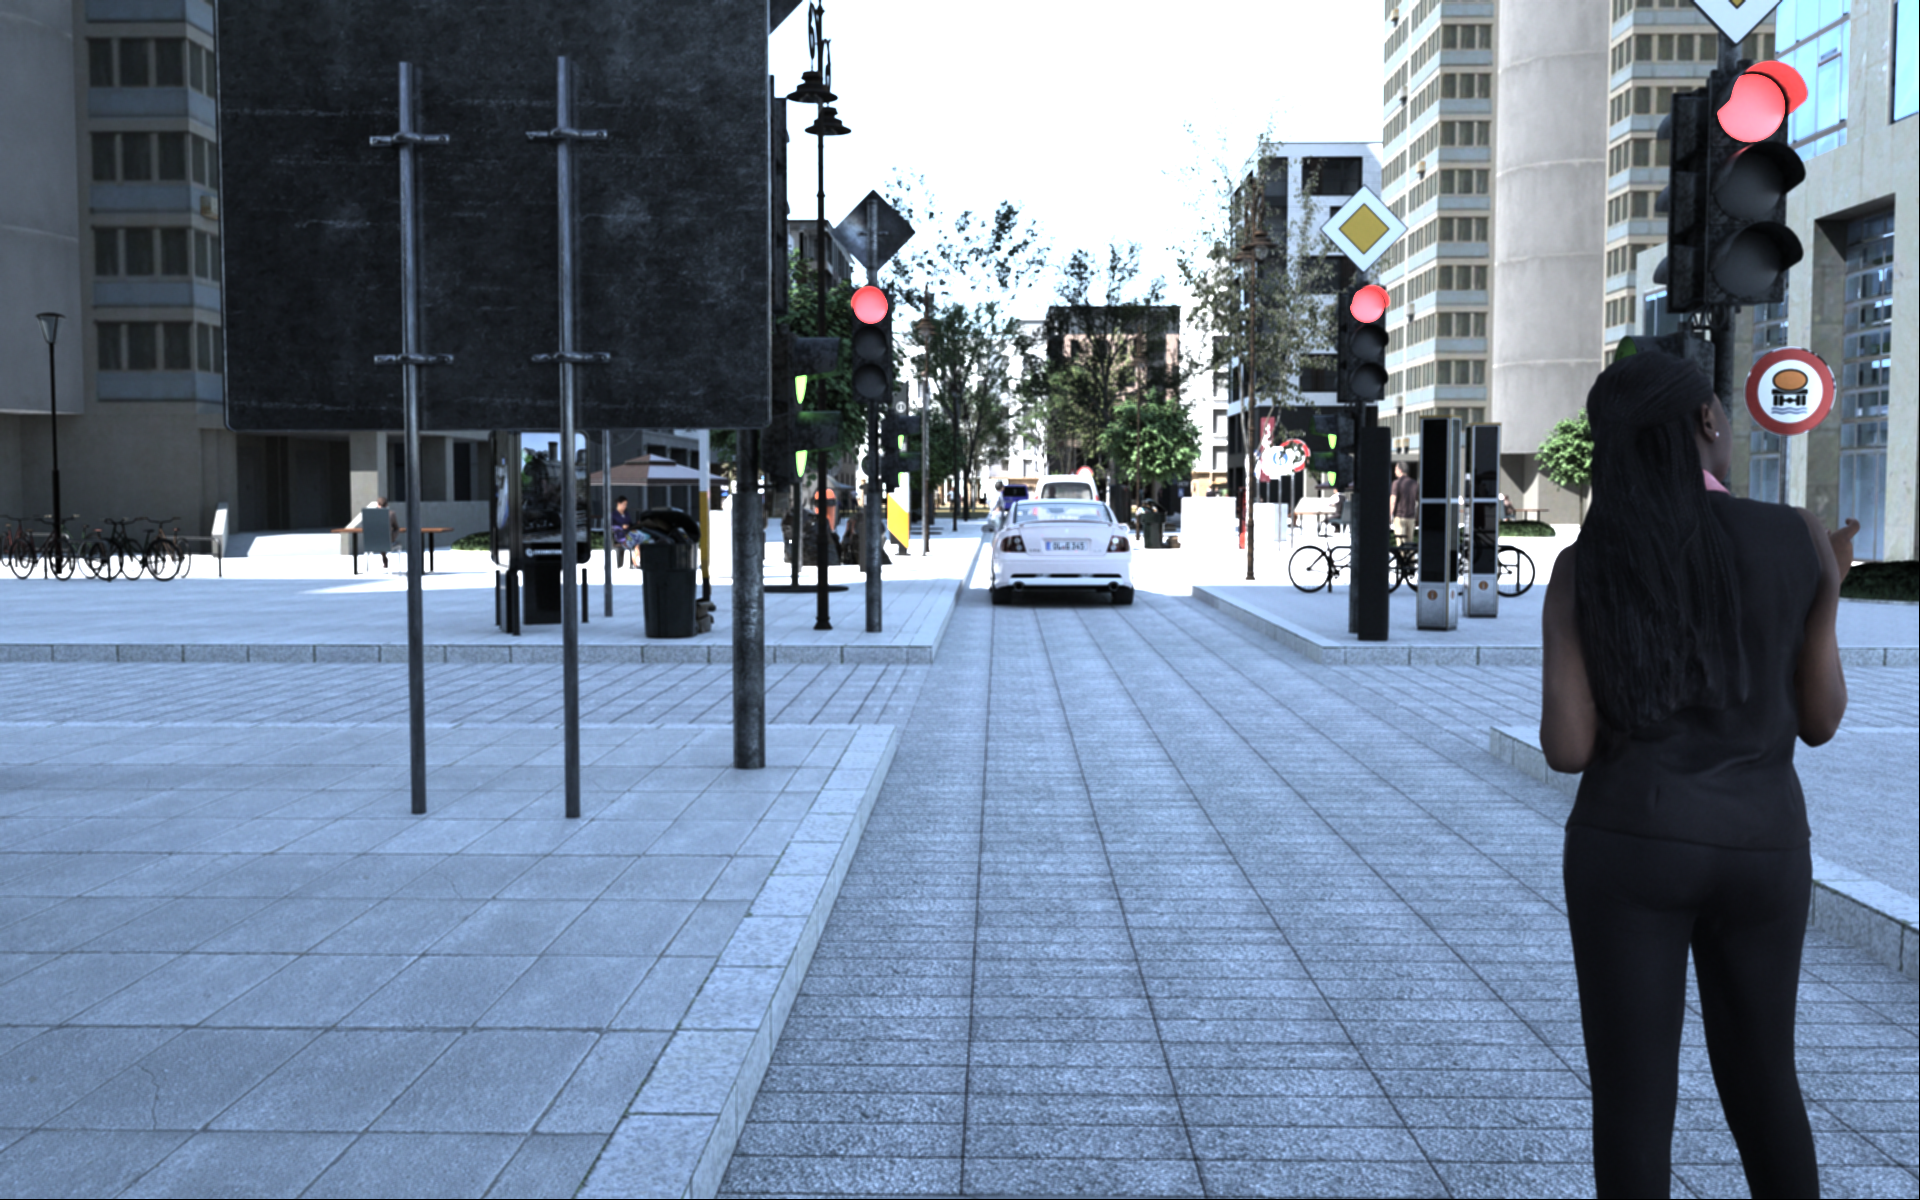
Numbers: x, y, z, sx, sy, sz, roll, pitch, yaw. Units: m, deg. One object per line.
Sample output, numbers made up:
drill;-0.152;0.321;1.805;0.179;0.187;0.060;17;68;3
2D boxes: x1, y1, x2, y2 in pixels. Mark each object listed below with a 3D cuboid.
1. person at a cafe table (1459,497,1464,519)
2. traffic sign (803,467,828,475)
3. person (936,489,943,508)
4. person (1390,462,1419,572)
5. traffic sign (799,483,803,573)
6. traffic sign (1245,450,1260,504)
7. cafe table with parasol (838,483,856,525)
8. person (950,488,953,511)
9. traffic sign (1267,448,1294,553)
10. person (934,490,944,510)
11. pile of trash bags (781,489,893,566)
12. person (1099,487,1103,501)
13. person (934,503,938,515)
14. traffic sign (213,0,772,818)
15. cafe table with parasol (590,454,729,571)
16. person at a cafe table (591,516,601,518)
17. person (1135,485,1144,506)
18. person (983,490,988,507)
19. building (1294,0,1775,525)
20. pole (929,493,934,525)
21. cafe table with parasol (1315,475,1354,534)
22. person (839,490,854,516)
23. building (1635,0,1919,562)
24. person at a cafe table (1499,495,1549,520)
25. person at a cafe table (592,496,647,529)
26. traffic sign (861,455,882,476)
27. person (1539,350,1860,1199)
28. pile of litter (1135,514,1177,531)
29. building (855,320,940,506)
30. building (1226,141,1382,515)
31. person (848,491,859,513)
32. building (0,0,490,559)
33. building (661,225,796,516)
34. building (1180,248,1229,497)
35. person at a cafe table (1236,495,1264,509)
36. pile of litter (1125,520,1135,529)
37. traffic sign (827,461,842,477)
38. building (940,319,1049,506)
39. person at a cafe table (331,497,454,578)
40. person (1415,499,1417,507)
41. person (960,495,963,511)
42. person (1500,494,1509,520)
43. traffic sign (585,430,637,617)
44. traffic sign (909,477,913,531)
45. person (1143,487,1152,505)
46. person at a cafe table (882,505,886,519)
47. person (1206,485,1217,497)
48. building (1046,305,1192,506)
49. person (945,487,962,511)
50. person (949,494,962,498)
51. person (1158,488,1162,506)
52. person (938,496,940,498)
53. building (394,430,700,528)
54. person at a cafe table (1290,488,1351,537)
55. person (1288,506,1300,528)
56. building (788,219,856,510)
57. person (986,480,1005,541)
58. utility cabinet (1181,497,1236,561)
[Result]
person at a cafe table;16.883;-3.118;59.501;1.698;1.524;1.622;1;4;19
traffic sign;-4.068;-2.908;47.555;0.884;2.594;0.081;0;4;8
person;-1.940;-9.192;157.060;0.721;1.736;1.217;-3;5;-40
person;7.229;-1.347;28.203;0.598;1.807;0.434;-1;4;-10
traffic sign;-2.585;-1.713;28.016;0.884;2.594;0.081;0;4;6
traffic sign;8.514;-3.017;49.433;0.768;2.556;0.104;1;4;8
cafe table with parasol;-5.648;-4.121;72.238;2.610;1.966;2.610;1;4;14
person;-0.565;-7.725;133.151;0.445;1.727;0.742;-3;4;-39
traffic sign;6.972;-2.179;37.750;0.606;2.300;0.079;1;4;9
person;-1.873;-7.962;136.226;1.348;1.824;0.705;2;4;24
pile of trash bags;-2.392;-1.380;32.316;1.912;1.369;3.447;-1;4;-11
person;8.903;-6.383;111.206;0.742;1.727;0.445;3;4;38
person;-1.715;-6.169;107.355;0.683;1.767;0.568;-3;4;-37
traffic sign;-1.858;-0.792;6.827;2.265;3.308;0.079;0;4;8
cafe table with parasol;-5.291;-1.517;29.667;2.610;1.966;2.610;0;4;3
person at a cafe table;-10.335;-2.209;44.631;1.698;1.524;1.622;-2;4;-30
person;10.054;-5.543;96.756;0.705;1.814;1.350;1;4;21
person;2.424;-9.670;165.618;0.415;1.643;0.593;0;4;6
building;32.647;-23.617;78.022;32.217;40.220;23.993;0;4;1
pole;-1.175;-4.770;71.837;0.158;3.312;0.155;0;3;0
cafe table with parasol;12.628;-3.158;56.504;2.610;1.966;2.610;-1;4;-17
person;-6.820;-5.885;102.981;1.217;1.735;0.721;2;4;25
building;31.845;-44.090;33.544;31.000;86.520;22.319;0;4;1
person at a cafe table;19.801;-3.124;61.944;1.726;1.238;1.698;-2;4;-35
person at a cafe table;-12.831;-3.256;64.100;1.698;1.238;1.726;2;4;34
traffic sign;-2.688;-3.260;53.404;0.768;2.556;0.104;0;4;5
person;1.115;0.448;2.651;0.593;1.643;0.415;-3;5;-40
pile of litter;6.974;-2.798;59.713;1.719;0.858;1.176;0;4;6
building;-7.349;-20.662;194.244;11.380;20.091;16.016;0;4;1
building;31.733;-16.684;116.763;27.936;21.610;32.646;0;4;1
person;-6.868;-6.487;113.047;0.756;1.711;0.436;2;4;31
building;-28.600;-21.411;41.950;32.217;40.220;23.993;0;4;1
building;-18.352;-15.457;109.141;16.016;20.091;11.380;0;4;1
building;25.910;-17.278;138.923;16.016;20.091;11.380;0;4;1
person at a cafe table;11.182;-3.531;68.591;1.698;1.238;1.726;-1;4;-23
pile of litter;6.547;-3.010;63.179;1.719;0.858;1.176;0;4;-2
traffic sign;-3.954;-3.200;52.422;0.768;2.556;0.104;0;4;3
building;4.013;-20.608;193.354;11.380;20.091;16.016;0;4;1
person at a cafe table;-9.028;-1.009;27.354;1.698;1.238;1.726;0;4;-6
person;16.455;-3.462;63.473;0.431;1.722;0.655;-3;4;-37
person;-0.026;-7.491;131.746;0.991;1.433;0.599;1;4;11
person;20.786;-3.514;66.680;0.799;1.438;0.628;2;4;34
traffic sign;-3.683;-1.099;18.069;0.768;2.556;0.104;0;4;4
traffic sign;-1.726;-3.678;60.139;0.884;2.594;0.081;1;4;10
person;12.119;-6.498;113.112;1.217;1.723;0.721;3;4;36
person at a cafe table;-3.177;-4.901;88.648;1.622;1.524;1.698;-3;5;-39
person;12.034;-4.666;83.140;0.445;1.727;0.742;3;4;36
building;26.142;-21.652;197.992;32.646;21.610;27.936;0;4;1
person;-0.521;-7.512;128.845;1.348;1.826;0.705;0;4;4
person;-0.383;-9.932;168.447;1.348;1.822;0.705;0;4;-7
person;11.909;-5.788;102.146;0.593;1.643;0.415;2;4;34
person;-2.419;-8.870;151.072;1.348;1.822;0.705;1;4;16
building;-21.936;-38.877;73.884;20.563;71.187;20.611;0;4;1
person at a cafe table;11.076;-2.652;51.869;1.698;1.524;1.622;-2;4;-32
person;12.672;-3.186;66.421;0.655;0.850;0.859;-1;4;-14
building;-25.736;-18.303;143.221;32.646;21.610;27.936;0;4;1
person;0.816;-1.782;38.355;0.376;1.734;0.841;0;4;-8
utility cabinet;4.794;-1.362;33.425;1.020;1.237;0.306;0;4;2
